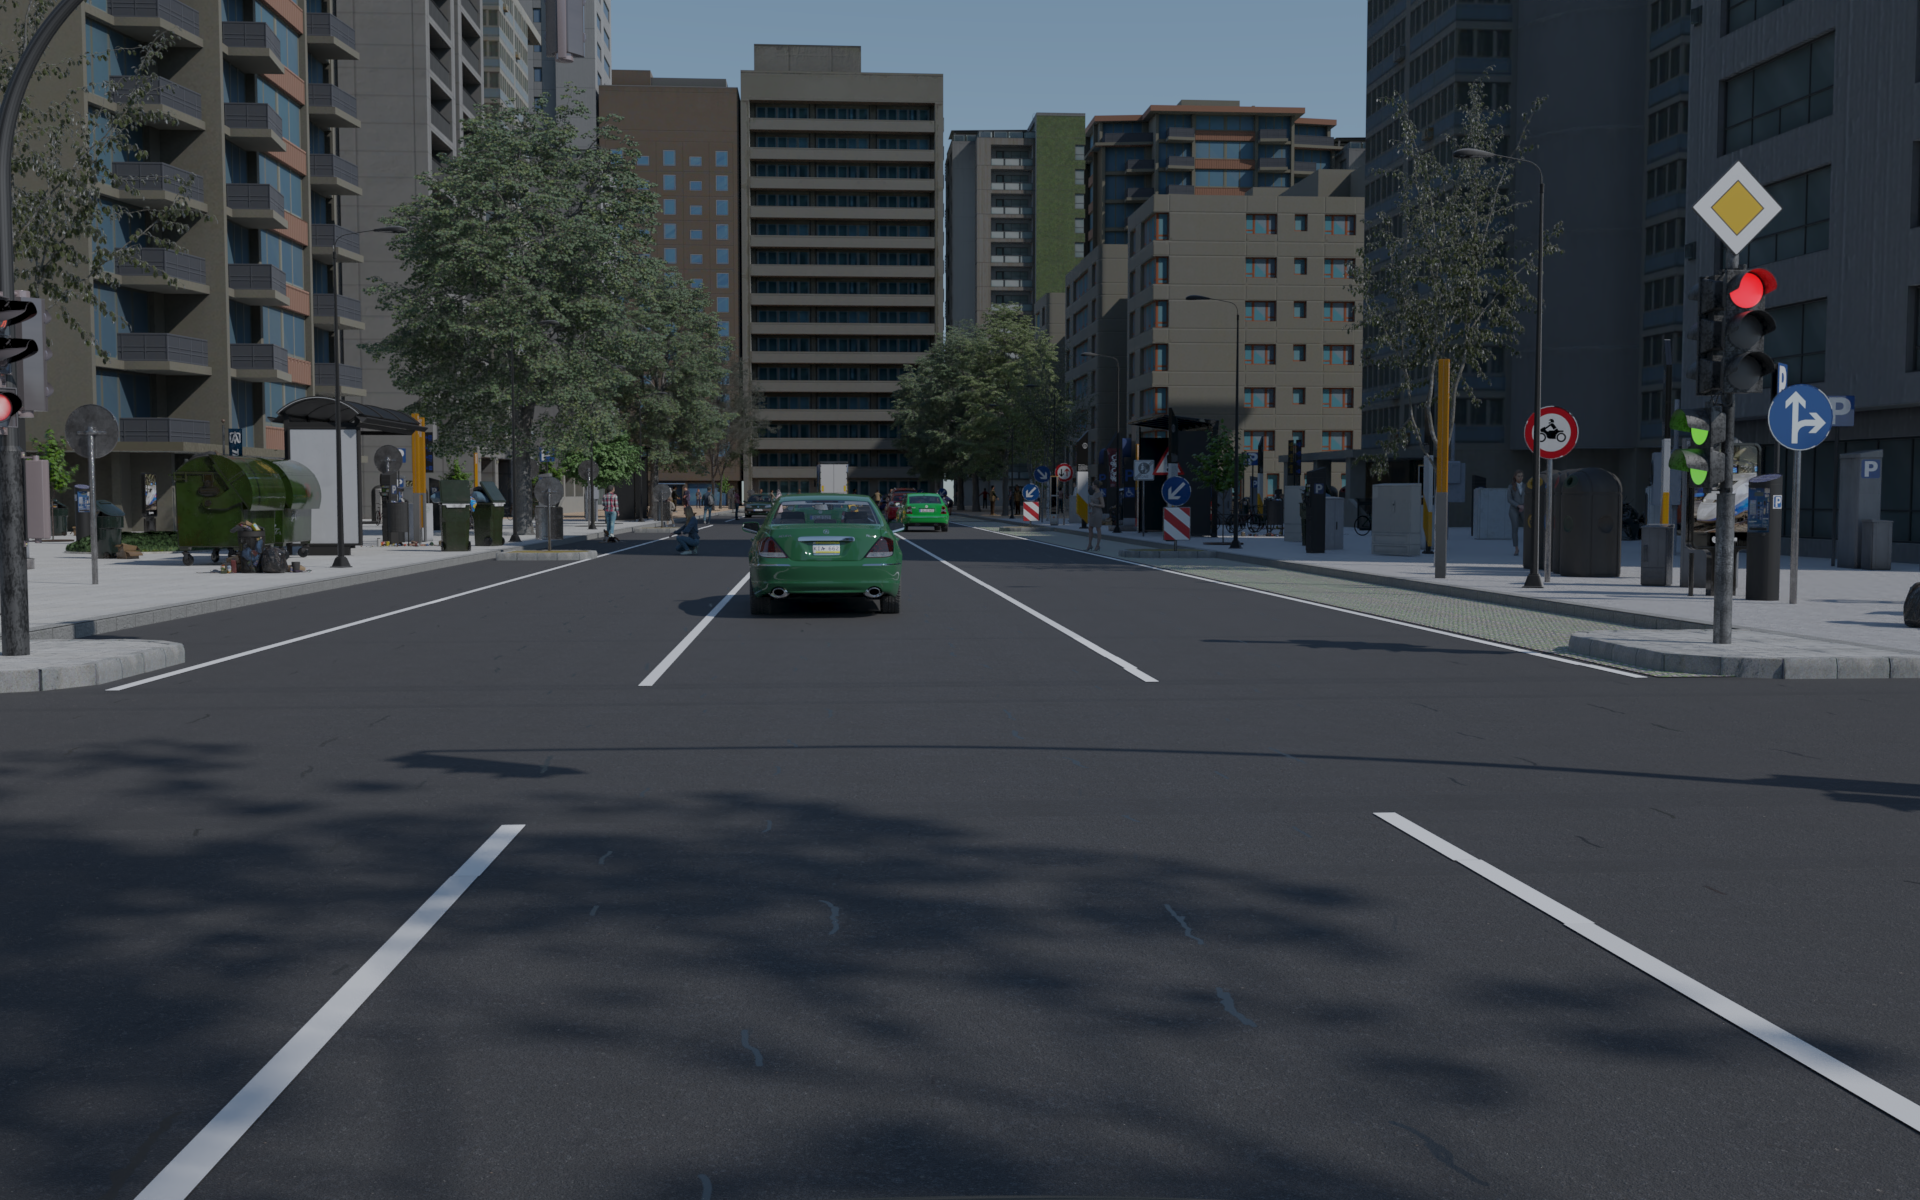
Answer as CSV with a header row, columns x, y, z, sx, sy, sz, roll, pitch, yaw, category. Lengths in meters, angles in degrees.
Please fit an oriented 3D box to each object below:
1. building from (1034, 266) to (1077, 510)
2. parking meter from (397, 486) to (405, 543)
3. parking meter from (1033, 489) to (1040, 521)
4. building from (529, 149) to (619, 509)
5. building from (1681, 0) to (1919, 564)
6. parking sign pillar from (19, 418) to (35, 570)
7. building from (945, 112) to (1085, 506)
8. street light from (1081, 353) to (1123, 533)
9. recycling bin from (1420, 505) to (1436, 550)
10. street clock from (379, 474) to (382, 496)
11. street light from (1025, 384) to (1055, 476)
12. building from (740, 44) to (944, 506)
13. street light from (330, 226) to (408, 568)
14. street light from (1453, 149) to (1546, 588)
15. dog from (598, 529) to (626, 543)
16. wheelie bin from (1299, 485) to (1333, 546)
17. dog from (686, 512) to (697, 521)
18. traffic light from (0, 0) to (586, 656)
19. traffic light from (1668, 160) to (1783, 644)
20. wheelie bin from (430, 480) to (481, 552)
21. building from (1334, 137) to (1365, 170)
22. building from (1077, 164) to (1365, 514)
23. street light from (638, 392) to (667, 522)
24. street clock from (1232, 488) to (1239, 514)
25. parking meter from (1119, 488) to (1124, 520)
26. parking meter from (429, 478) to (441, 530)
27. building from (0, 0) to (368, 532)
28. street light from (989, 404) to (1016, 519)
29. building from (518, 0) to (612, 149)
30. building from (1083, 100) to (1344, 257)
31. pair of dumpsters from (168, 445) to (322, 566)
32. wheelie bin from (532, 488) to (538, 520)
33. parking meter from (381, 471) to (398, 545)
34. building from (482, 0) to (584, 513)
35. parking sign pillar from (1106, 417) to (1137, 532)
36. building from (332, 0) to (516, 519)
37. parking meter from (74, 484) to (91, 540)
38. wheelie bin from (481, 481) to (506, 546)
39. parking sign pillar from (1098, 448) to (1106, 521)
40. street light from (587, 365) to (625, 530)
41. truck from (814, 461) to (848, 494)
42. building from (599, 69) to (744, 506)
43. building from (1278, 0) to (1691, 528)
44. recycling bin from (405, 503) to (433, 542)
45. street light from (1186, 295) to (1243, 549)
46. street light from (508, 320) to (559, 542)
x,y,z,sx,sy,sz,roll,pitch,yaw,category
21.644,-18.308,144.376,27.650,21.520,28.899,0,4,-4,building
-14.903,-2.290,45.858,0.372,1.533,0.369,0,3,0,parking meter
3.701,-4.618,83.910,0.372,1.533,0.369,0,3,0,parking meter
-36.529,-22.982,147.460,14.107,30.474,14.160,0,4,-4,building
23.474,-15.903,31.717,14.107,30.474,14.160,0,4,-4,building
-16.534,-2.497,29.304,1.447,3.967,1.447,-2,4,-29,parking sign pillar
5.750,-30.899,188.799,14.086,41.232,14.154,0,4,-4,building
4.658,-5.167,57.029,1.470,5.913,1.316,0,4,-4,street light
10.847,-1.702,40.386,0.722,1.027,0.722,-2,4,-25,recycling bin
-20.269,-3.451,60.995,0.358,2.002,0.471,-2,4,-27,street clock
3.469,-6.179,73.560,1.470,5.913,1.316,0,4,-4,street light
-13.027,-34.728,191.510,21.600,48.544,21.300,0,4,-4,building
-10.268,-3.521,30.112,1.470,5.913,1.316,0,4,-4,street light
7.318,-3.117,23.505,1.470,5.913,1.316,0,4,-4,street light
-10.242,-1.884,50.995,0.748,0.427,0.550,0,4,-2,dog
8.825,-2.139,42.875,0.693,1.594,0.980,-2,4,-30,wheelie bin
-13.604,-4.164,87.371,0.540,0.507,0.406,-3,5,-44,dog
-5.415,-2.397,13.854,4.771,5.953,1.251,0,4,-4,traffic light
6.525,-1.580,14.757,0.839,4.253,0.868,0,4,-4,traffic light
-11.334,-1.886,38.738,0.980,1.594,0.693,-1,4,-21,wheelie bin
48.535,-31.134,192.628,14.086,41.232,14.154,0,4,-4,building
23.811,-16.549,115.612,27.650,21.520,28.899,0,4,-4,building
-14.013,-6.507,78.931,1.470,5.913,1.316,0,4,-4,street light
12.670,-4.597,79.724,0.358,2.002,0.471,1,4,21,street clock
6.894,-4.042,74.496,0.372,1.533,0.369,0,3,0,parking meter
-18.494,-3.386,61.070,0.399,1.863,0.255,-1,4,-8,parking meter
-37.405,-25.374,69.487,22.147,44.769,28.867,0,4,-4,building
2.171,-7.171,89.792,1.470,5.913,1.316,0,4,-4,street light
-52.284,-39.537,188.430,28.212,58.520,21.231,0,4,-4,building
26.768,-33.077,195.430,28.867,44.769,22.147,0,4,-4,building
-13.503,-1.856,32.837,1.574,2.255,4.437,0,4,-4,pair of dumpsters
-21.199,-4.845,87.117,0.980,1.594,0.693,0,4,-3,wheelie bin
-14.470,-2.338,43.935,0.255,1.863,0.399,1,4,13,parking meter
-42.953,-26.116,118.883,32.217,40.220,23.993,0,4,-4,building
5.860,-4.367,59.868,1.447,3.967,1.447,0,4,5,parking sign pillar
-35.618,-40.230,96.010,20.563,71.187,20.611,0,4,-4,building
-22.544,-2.209,44.535,0.372,1.533,0.369,0,3,0,parking meter
-11.657,-2.126,42.667,0.693,1.594,0.980,1,4,15,wheelie bin
6.275,-5.171,73.016,1.447,3.967,1.447,2,4,29,parking sign pillar
-12.770,-5.507,62.582,1.470,5.913,1.316,0,4,-4,street light
-11.457,-10.107,154.154,2.839,4.237,11.283,0,4,-6,truck
-30.604,-32.823,186.762,14.200,45.320,14.600,0,4,-4,building
30.741,-23.266,72.273,32.217,40.220,23.993,0,4,-4,building
-14.776,-2.103,46.933,0.722,1.027,0.722,3,5,41,recycling bin
5.956,-4.163,40.606,1.470,5.913,1.316,0,4,-4,street light
-11.404,-4.515,46.356,1.470,5.913,1.316,0,4,-4,street light
